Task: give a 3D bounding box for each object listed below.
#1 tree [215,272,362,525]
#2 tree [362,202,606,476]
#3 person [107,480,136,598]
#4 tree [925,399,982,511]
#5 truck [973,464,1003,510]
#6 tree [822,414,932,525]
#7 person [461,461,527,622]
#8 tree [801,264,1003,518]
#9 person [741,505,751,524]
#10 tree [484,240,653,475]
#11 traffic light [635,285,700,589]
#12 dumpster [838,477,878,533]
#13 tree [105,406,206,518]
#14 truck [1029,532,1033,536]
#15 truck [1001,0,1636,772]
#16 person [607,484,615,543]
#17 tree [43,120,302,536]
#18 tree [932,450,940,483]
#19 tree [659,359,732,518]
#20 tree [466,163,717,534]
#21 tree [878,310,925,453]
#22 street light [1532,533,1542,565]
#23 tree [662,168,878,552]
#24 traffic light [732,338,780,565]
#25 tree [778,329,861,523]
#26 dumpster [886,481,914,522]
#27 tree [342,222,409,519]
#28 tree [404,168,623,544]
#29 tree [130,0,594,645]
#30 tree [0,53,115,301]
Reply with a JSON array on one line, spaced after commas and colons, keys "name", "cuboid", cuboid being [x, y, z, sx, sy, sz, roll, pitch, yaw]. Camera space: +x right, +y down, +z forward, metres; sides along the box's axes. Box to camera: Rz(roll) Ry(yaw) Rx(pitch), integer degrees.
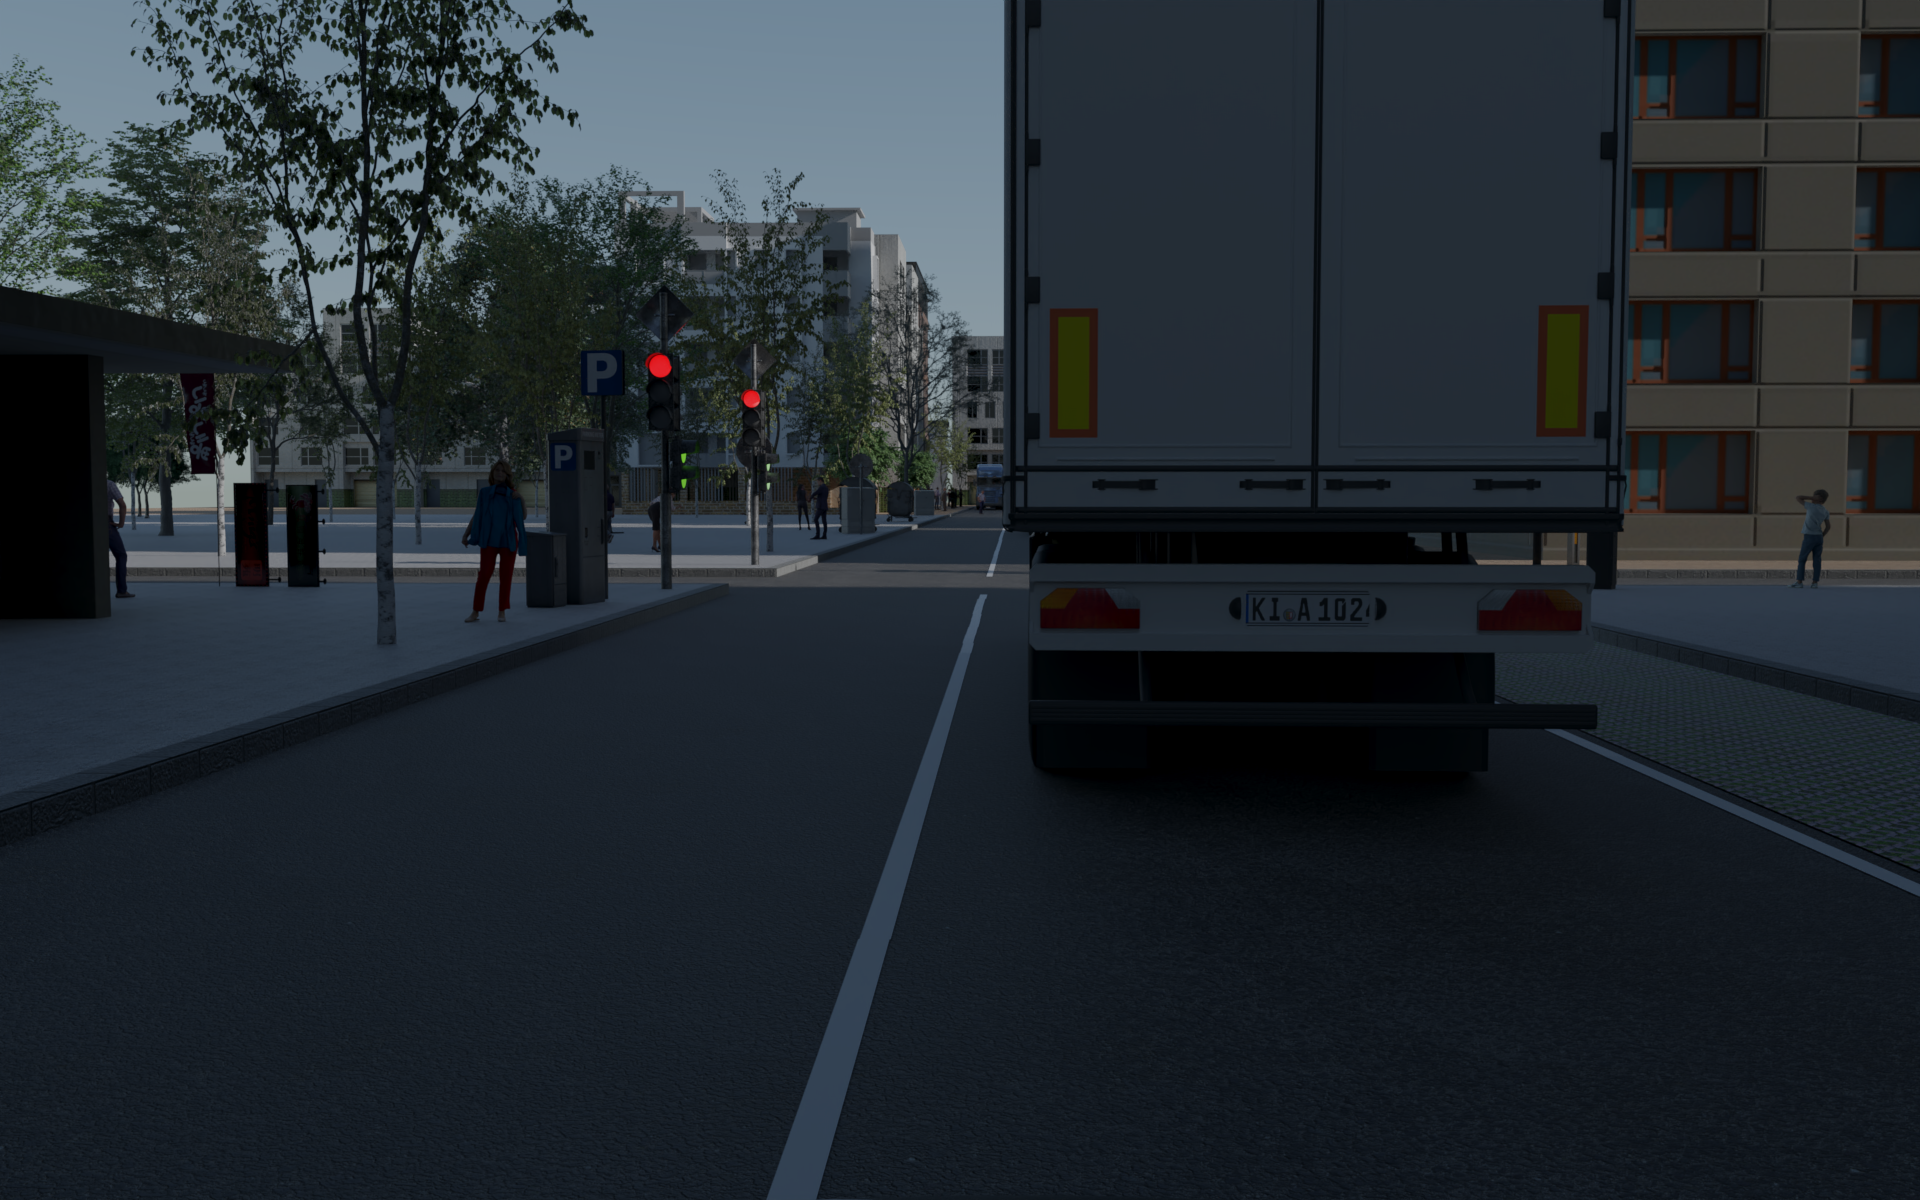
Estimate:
[{"name": "tree", "cuboid": [-28.293, -8.387, 71.541, 7.601, 10.594, 8.767, -1, 4, -8]}, {"name": "tree", "cuboid": [-18.067, -9.247, 68.196, 9.611, 12.733, 9.660, 0, 3, 0]}, {"name": "person", "cuboid": [-10.580, -0.882, 21.395, 0.756, 1.711, 0.436, 1, 4, 14]}, {"name": "tree", "cuboid": [-1.142, -11.206, 133.582, 4.737, 8.622, 4.395, 0, 3, 0]}, {"name": "truck", "cuboid": [2.730, -10.525, 161.835, 2.967, 4.110, 18.799, 0, 4, 0]}, {"name": "tree", "cuboid": [-4.004, -5.372, 71.547, 4.285, 4.588, 4.351, 0, 3, 0]}, {"name": "person", "cuboid": [-4.659, -0.590, 17.396, 0.593, 1.614, 0.444, 0, 4, 8]}, {"name": "tree", "cuboid": [-2.824, -11.102, 91.893, 12.009, 13.543, 11.850, 0, 3, 0]}, {"name": "person", "cuboid": [-8.947, -3.614, 73.422, 0.655, 0.850, 0.859, 0, 4, -3]}, {"name": "tree", "cuboid": [-19.192, -10.931, 85.381, 9.857, 13.997, 8.962, 0, 3, 0]}, {"name": "traffic light", "cuboid": [-3.951, -2.103, 23.299, 0.839, 4.253, 0.868, 0, 4, 2]}, {"name": "dumpster", "cuboid": [-3.440, -3.207, 58.188, 1.264, 1.857, 1.865, 0, 4, 2]}, {"name": "tree", "cuboid": [-49.174, -8.139, 95.979, 20.602, 7.101, 11.467, 1, 4, 14]}, {"name": "truck", "cuboid": [3.629, -4.531, 63.001, 2.839, 4.237, 11.283, 0, 4, 2]}, {"name": "truck", "cuboid": [1.719, -1.431, 12.314, 2.839, 4.237, 11.283, 0, 4, 3]}, {"name": "person", "cuboid": [-9.240, -2.255, 45.115, 0.569, 1.553, 0.471, -1, 4, -22]}, {"name": "tree", "cuboid": [-24.194, -8.271, 53.355, 7.486, 12.596, 7.792, 0, 3, 0]}, {"name": "tree", "cuboid": [-2.928, -7.822, 111.611, 4.285, 4.588, 4.351, 0, 3, 0]}, {"name": "tree", "cuboid": [-14.560, -8.783, 93.964, 4.360, 8.622, 3.978, 0, 3, 0]}, {"name": "tree", "cuboid": [-11.593, -7.956, 55.842, 9.928, 11.665, 9.643, 0, 3, 0]}, {"name": "tree", "cuboid": [-4.017, -7.003, 64.863, 4.737, 8.622, 4.395, 0, 3, 0]}, {"name": "street light", "cuboid": [7.366, -3.007, 21.960, 0.468, 5.910, 1.993, 0, 4, 2]}, {"name": "tree", "cuboid": [-4.474, -5.381, 38.350, 4.737, 8.622, 4.395, 0, 3, 0]}, {"name": "traffic light", "cuboid": [-3.697, -2.591, 31.280, 0.839, 4.253, 0.868, 0, 4, 2]}, {"name": "tree", "cuboid": [-6.555, -7.815, 78.138, 4.360, 8.622, 3.978, 0, 3, 0]}, {"name": "dumpster", "cuboid": [-2.787, -4.561, 80.328, 1.264, 1.857, 1.865, 0, 4, 2]}, {"name": "tree", "cuboid": [-13.833, -5.733, 44.096, 4.737, 8.622, 4.395, 0, 3, 0]}, {"name": "tree", "cuboid": [-9.415, -5.437, 39.266, 4.737, 8.622, 4.395, 0, 3, 0]}, {"name": "tree", "cuboid": [-5.008, -3.941, 14.797, 4.360, 8.622, 3.978, 0, 3, 0]}, {"name": "tree", "cuboid": [-23.858, -7.010, 40.375, 9.928, 11.665, 9.643, 0, 3, 0]}]
